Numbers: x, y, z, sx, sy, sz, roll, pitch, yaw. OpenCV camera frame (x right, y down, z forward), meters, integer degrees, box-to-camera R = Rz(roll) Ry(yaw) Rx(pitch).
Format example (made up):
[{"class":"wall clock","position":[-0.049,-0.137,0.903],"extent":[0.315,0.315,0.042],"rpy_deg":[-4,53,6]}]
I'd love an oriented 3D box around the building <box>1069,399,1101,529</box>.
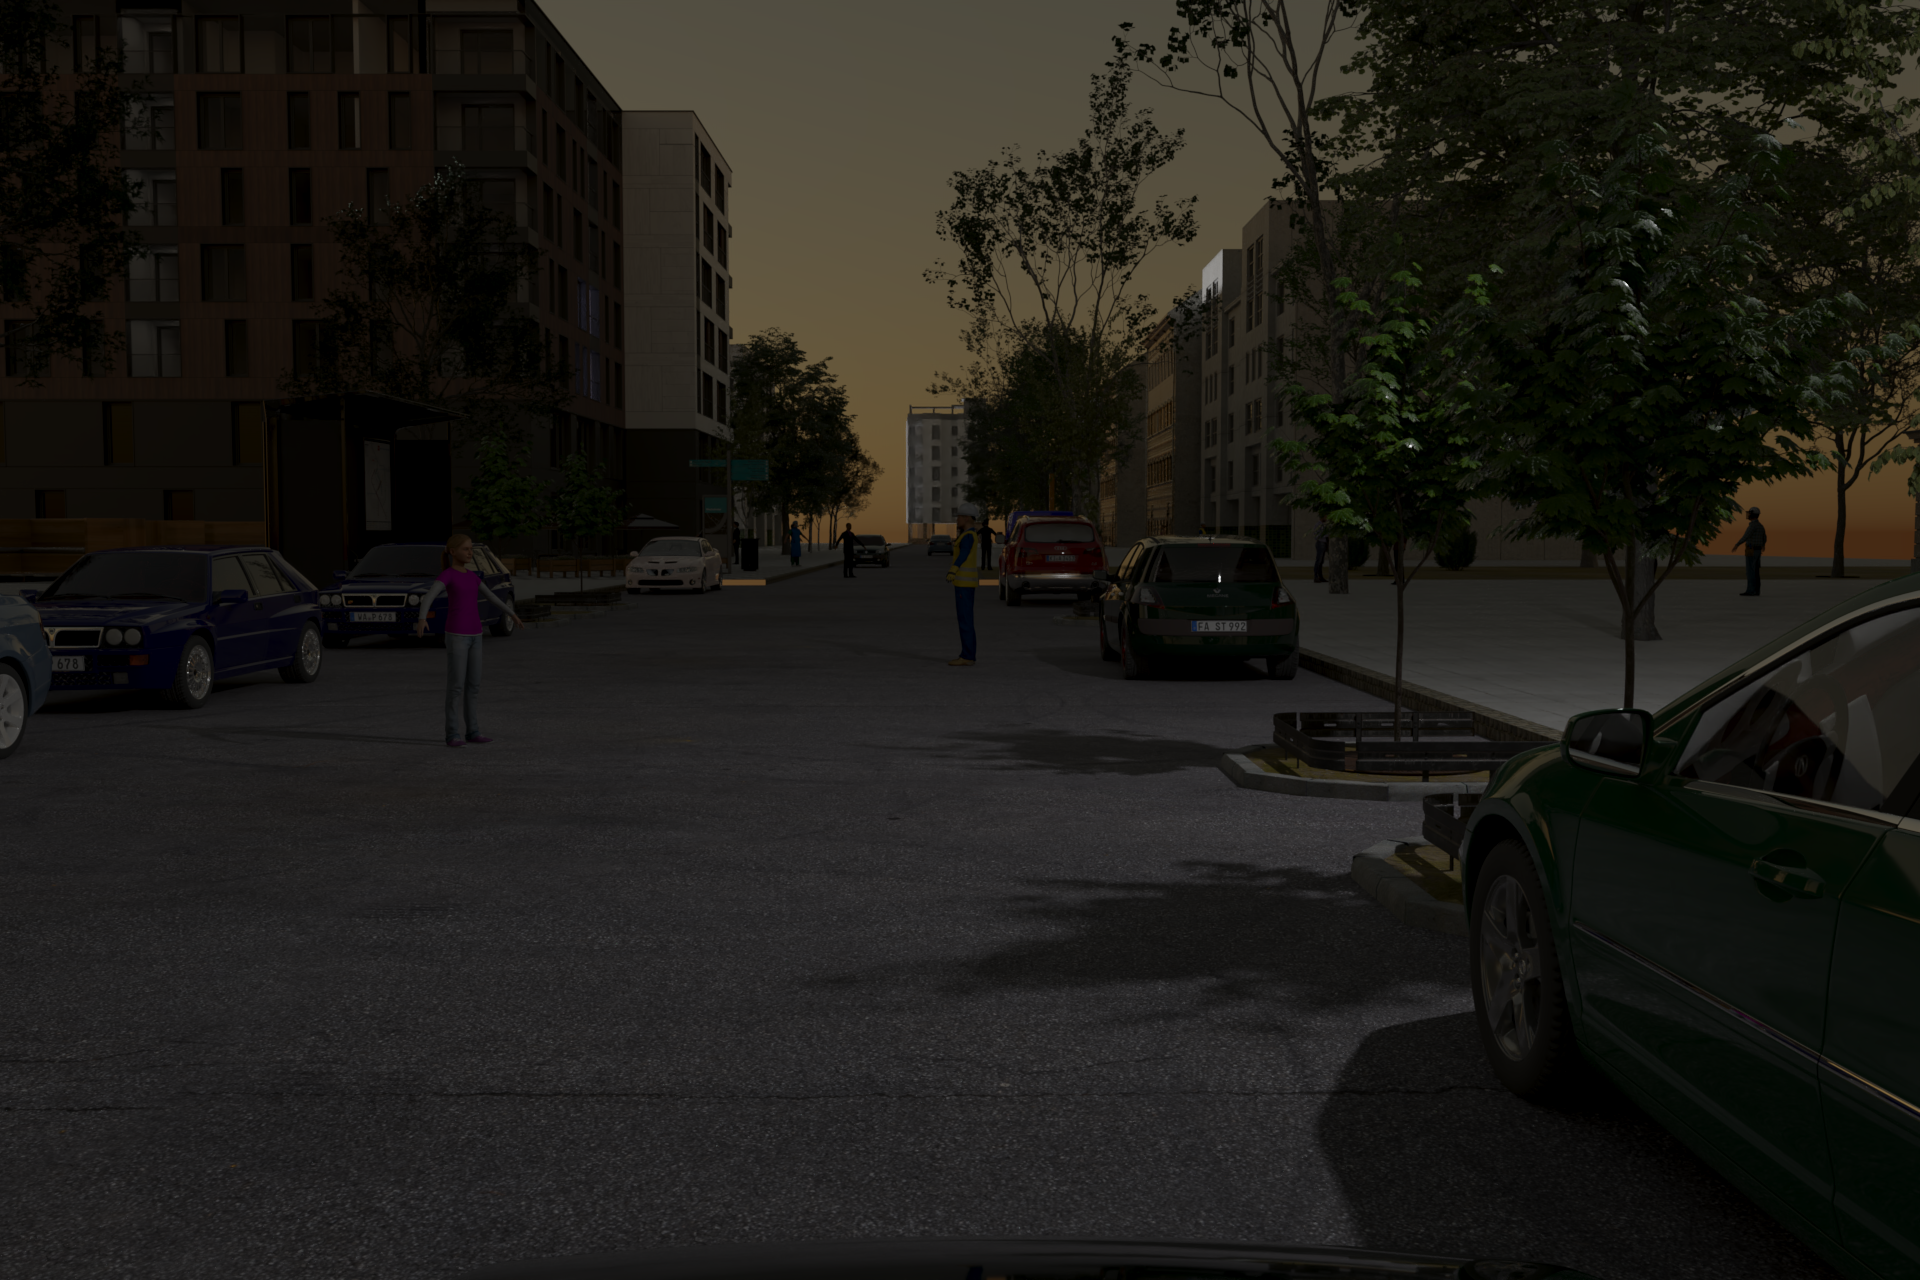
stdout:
[{"class":"building","position":[23.559,-23.780,219.734],"extent":[19.493,23.208,18.063],"rpy_deg":[0,4,0]}]

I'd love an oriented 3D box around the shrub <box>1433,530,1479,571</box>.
[{"class":"shrub","position":[17.325,-3.439,60.648],"extent":[1.690,2.028,1.600],"rpy_deg":[0,3,0]}]

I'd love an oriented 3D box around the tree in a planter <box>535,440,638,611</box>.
[{"class":"tree in a planter","position":[-7.243,-2.191,33.047],"extent":[1.991,3.239,1.994],"rpy_deg":[0,4,0]}]

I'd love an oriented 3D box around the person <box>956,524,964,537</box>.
[{"class":"person","position":[0.047,-2.106,42.663],"extent":[0.705,1.856,1.354],"rpy_deg":[0,4,2]}]

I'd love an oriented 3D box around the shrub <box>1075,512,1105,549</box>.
[{"class":"shrub","position":[4.182,-3.426,60.055],"extent":[1.661,2.075,1.752],"rpy_deg":[0,3,0]}]

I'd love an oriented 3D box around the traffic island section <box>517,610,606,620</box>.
[{"class":"traffic island section","position":[-7.190,-0.426,29.834],"extent":[1.991,0.108,1.994],"rpy_deg":[0,4,0]}]

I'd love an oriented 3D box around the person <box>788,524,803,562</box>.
[{"class":"person","position":[-7.344,-4.309,77.178],"extent":[0.721,1.740,1.216],"rpy_deg":[-2,4,-34]}]

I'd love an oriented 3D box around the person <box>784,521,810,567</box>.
[{"class":"person","position":[-6.467,-3.805,68.336],"extent":[0.704,1.817,1.347],"rpy_deg":[3,5,42]}]

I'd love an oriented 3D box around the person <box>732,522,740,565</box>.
[{"class":"person","position":[-9.451,-4.086,72.997],"extent":[0.705,1.806,1.347],"rpy_deg":[0,4,-7]}]

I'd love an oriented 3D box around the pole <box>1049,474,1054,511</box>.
[{"class":"pole","position":[3.100,-3.956,58.516],"extent":[0.158,3.312,0.155],"rpy_deg":[0,3,0]}]

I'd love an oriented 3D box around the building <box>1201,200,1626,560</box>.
[{"class":"building","position":[24.648,-14.312,100.457],"extent":[16.747,18.905,31.486],"rpy_deg":[0,4,0]}]

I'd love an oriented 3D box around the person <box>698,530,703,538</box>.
[{"class":"person","position":[-10.828,-4.141,73.841],"extent":[0.704,1.812,1.346],"rpy_deg":[2,4,33]}]

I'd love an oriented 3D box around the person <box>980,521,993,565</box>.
[{"class":"person","position":[1.043,-3.948,70.735],"extent":[0.705,1.806,1.347],"rpy_deg":[-1,4,-18]}]

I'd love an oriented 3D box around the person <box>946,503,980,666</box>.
[{"class":"person","position":[-0.016,-0.614,18.967],"extent":[0.721,1.772,1.216],"rpy_deg":[0,4,7]}]

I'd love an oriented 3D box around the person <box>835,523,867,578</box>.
[{"class":"person","position":[-3.637,-2.948,56.879],"extent":[1.346,1.802,0.704],"rpy_deg":[-3,5,-45]}]

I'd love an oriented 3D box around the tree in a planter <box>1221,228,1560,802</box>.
[{"class":"tree in a planter","position":[2.598,-0.792,10.168],"extent":[1.991,3.239,1.994],"rpy_deg":[0,3,0]}]

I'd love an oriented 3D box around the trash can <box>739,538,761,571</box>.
[{"class":"trash can","position":[-7.251,-2.940,59.724],"extent":[0.748,1.137,0.748],"rpy_deg":[0,3,0]}]

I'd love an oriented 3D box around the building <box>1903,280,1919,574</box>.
[{"class":"building","position":[28.506,-12.585,24.842],"extent":[14.460,24.649,34.723],"rpy_deg":[0,4,0]}]

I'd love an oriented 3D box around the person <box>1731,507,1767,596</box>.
[{"class":"person","position":[16.464,-1.845,36.012],"extent":[1.345,1.849,0.704],"rpy_deg":[-3,5,-40]}]

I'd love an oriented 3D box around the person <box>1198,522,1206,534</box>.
[{"class":"person","position":[10.683,-4.286,76.050],"extent":[0.705,1.833,1.349],"rpy_deg":[1,4,22]}]

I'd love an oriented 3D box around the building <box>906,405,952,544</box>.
[{"class":"building","position":[-7.253,-23.593,244.628],"extent":[11.380,20.090,16.016],"rpy_deg":[0,4,-1]}]

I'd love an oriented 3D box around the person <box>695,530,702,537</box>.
[{"class":"person","position":[-11.543,-4.460,78.775],"extent":[1.347,1.847,0.705],"rpy_deg":[1,4,10]}]

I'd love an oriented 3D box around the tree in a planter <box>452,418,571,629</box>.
[{"class":"tree in a planter","position":[-7.172,-1.819,26.962],"extent":[1.991,3.239,1.994],"rpy_deg":[0,4,-1]}]

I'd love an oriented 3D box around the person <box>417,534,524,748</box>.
[{"class":"person","position":[-3.315,0.001,11.712],"extent":[0.599,1.433,0.991],"rpy_deg":[2,4,27]}]

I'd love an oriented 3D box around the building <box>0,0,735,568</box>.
[{"class":"building","position":[-26.775,-14.544,81.772],"extent":[27.936,21.610,32.646],"rpy_deg":[0,3,0]}]

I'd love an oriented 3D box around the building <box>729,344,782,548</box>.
[{"class":"building","position":[-28.383,-19.010,177.266],"extent":[16.747,18.905,31.486],"rpy_deg":[0,4,0]}]

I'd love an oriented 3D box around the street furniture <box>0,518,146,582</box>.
[{"class":"street furniture","position":[-26.797,-2.648,50.143],"extent":[11.010,1.723,9.812],"rpy_deg":[2,4,26]}]

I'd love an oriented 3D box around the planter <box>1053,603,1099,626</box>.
[{"class":"planter","position":[2.510,-0.413,27.894],"extent":[1.991,0.319,1.994],"rpy_deg":[0,4,-1]}]

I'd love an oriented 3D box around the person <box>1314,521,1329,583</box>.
[{"class":"person","position":[9.616,-2.425,45.568],"extent":[0.599,1.838,0.709],"rpy_deg":[2,4,24]}]

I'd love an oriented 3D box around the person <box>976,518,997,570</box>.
[{"class":"person","position":[0.948,-3.397,61.481],"extent":[1.347,1.837,0.705],"rpy_deg":[1,4,17]}]

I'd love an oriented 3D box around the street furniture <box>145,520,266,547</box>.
[{"class":"street furniture","position":[-26.923,-3.294,60.707],"extent":[11.010,1.723,9.812],"rpy_deg":[-1,4,-21]}]

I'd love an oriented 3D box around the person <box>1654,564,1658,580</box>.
[{"class":"person","position":[10.343,-1.034,26.146],"extent":[0.628,1.438,0.799],"rpy_deg":[-1,4,-12]}]

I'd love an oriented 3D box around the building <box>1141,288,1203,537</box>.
[{"class":"building","position":[23.943,-18.143,127.570],"extent":[19.493,23.208,18.063],"rpy_deg":[0,4,0]}]

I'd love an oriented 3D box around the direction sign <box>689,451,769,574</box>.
[{"class":"direction sign","position":[-7.392,-4.116,56.058],"extent":[2.525,3.948,1.411],"rpy_deg":[0,4,0]}]

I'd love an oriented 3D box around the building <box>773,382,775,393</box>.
[{"class":"building","position":[-27.693,-21.163,202.434],"extent":[16.016,20.090,11.380],"rpy_deg":[0,4,-1]}]

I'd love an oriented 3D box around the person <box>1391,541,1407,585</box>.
[{"class":"person","position":[10.988,-2.251,43.605],"extent":[0.721,1.729,1.215],"rpy_deg":[0,4,-6]}]

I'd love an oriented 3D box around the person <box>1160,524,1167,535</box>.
[{"class":"person","position":[9.488,-4.573,81.577],"extent":[0.721,1.733,1.217],"rpy_deg":[1,4,13]}]

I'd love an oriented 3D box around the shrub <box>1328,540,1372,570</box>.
[{"class":"shrub","position":[13.816,-3.521,61.602],"extent":[1.661,2.075,1.752],"rpy_deg":[0,3,0]}]

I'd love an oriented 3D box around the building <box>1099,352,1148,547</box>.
[{"class":"building","position":[24.198,-21.053,175.143],"extent":[19.493,23.208,18.063],"rpy_deg":[0,4,0]}]

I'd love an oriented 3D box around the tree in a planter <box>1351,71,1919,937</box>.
[{"class":"tree in a planter","position":[2.624,-0.582,6.743],"extent":[1.991,3.239,1.994],"rpy_deg":[0,4,0]}]
